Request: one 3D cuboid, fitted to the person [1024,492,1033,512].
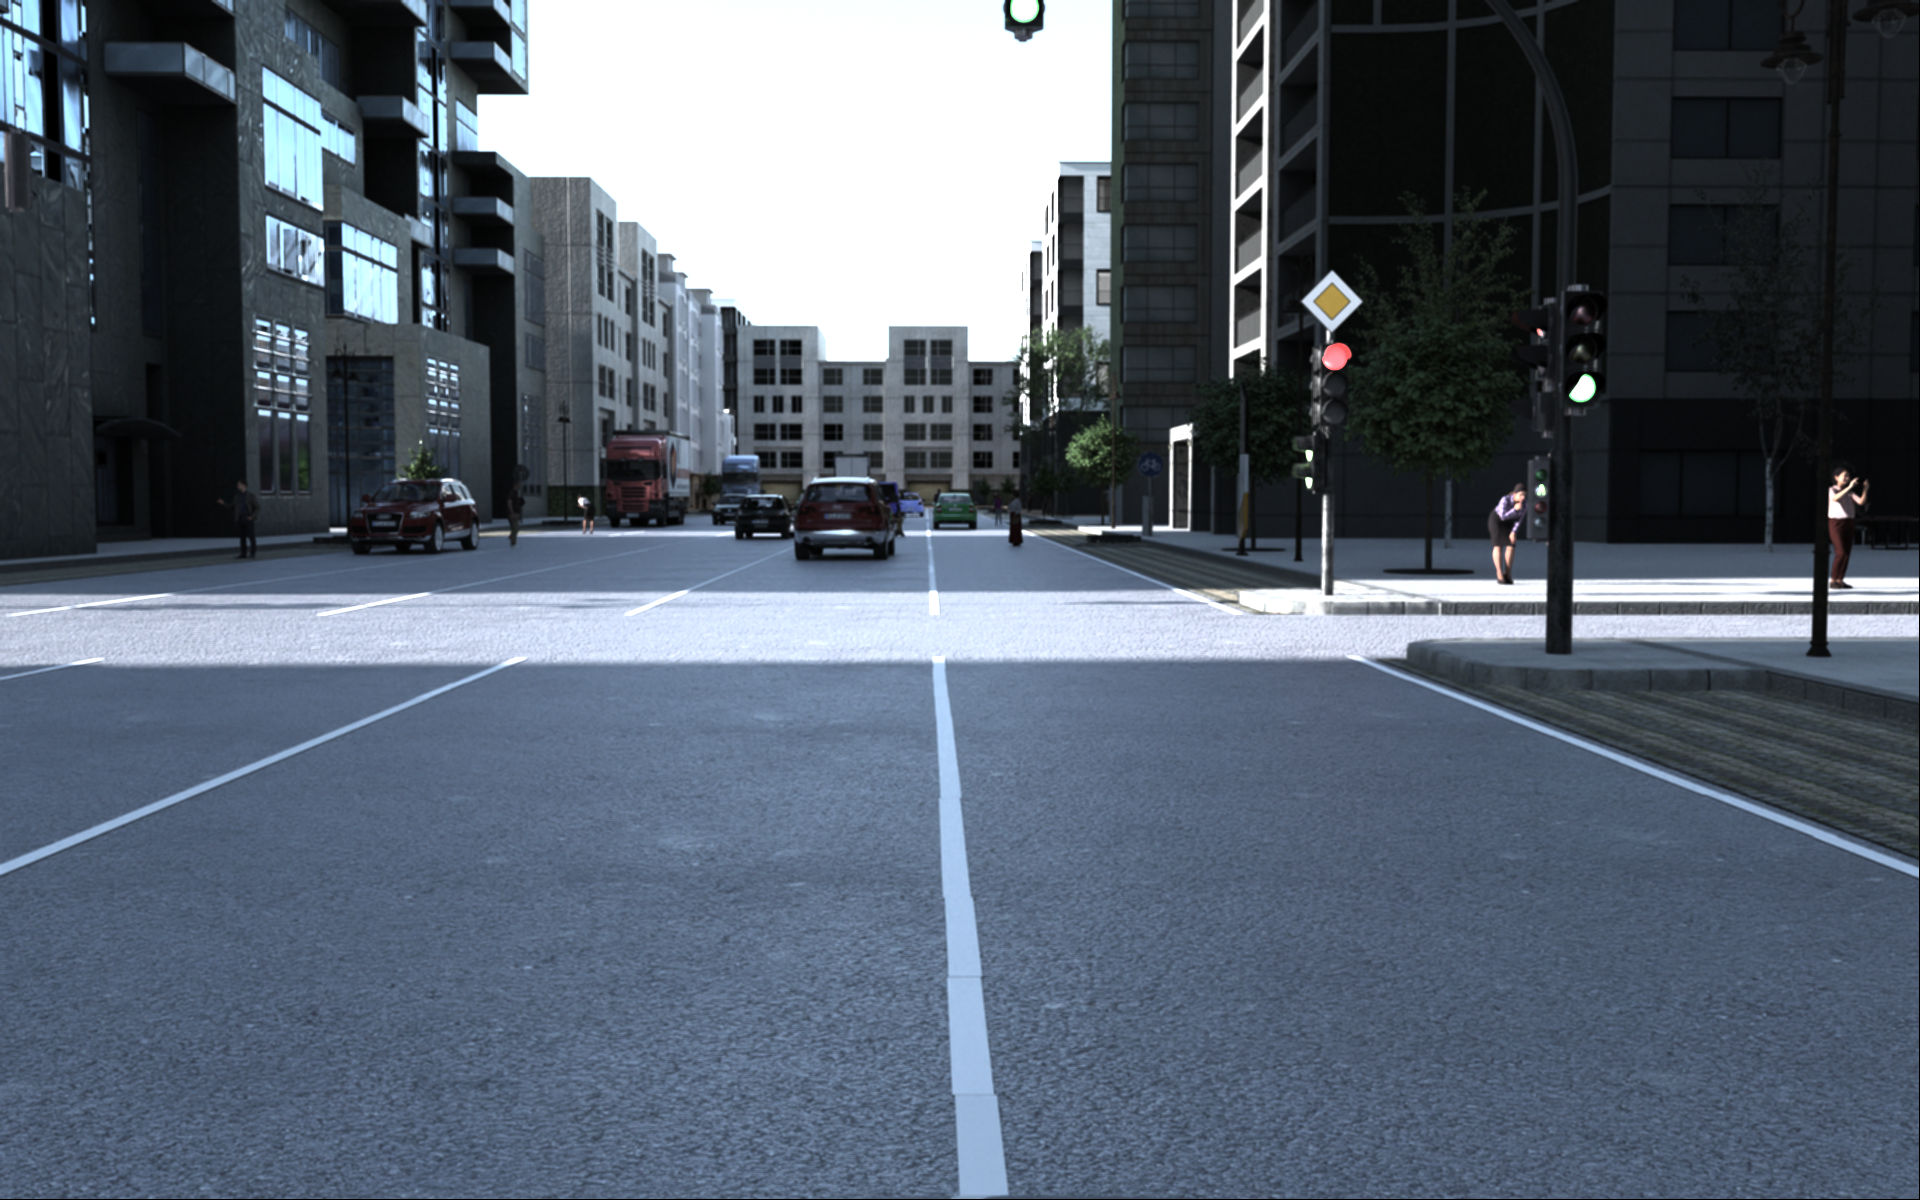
[{"bbox_3d":[4.965,-7.027,124.193,0.557,1.426,1.065,-2,4,-32],"label":"person"}]

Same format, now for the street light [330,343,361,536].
[{"bbox_3d":[-18.761,-4.906,53.005,0.468,5.910,1.993,0,4,-1],"label":"street light"}]

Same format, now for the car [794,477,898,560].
[{"bbox_3d":[-2.573,-1.879,39.398,2.281,1.827,5.304,0,4,1],"label":"car"}]

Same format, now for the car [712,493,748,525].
[{"bbox_3d":[-10.686,-4.415,81.968,2.009,1.686,4.222,0,4,-1],"label":"car"}]

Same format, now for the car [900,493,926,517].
[{"bbox_3d":[-3.169,-6.169,110.446,1.945,1.707,3.694,0,4,-1],"label":"car"}]

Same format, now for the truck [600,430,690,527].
[{"bbox_3d":[-14.074,-5.467,78.292,2.839,4.237,11.283,0,4,-2],"label":"truck"}]

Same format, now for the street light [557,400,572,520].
[{"bbox_3d":[-19.386,-6.863,84.990,0.468,5.910,1.993,0,4,-1],"label":"street light"}]

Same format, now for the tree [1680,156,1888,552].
[{"bbox_3d":[17.771,-5.344,37.729,4.360,8.622,3.978,0,3,0],"label":"tree"}]

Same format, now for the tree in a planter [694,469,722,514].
[{"bbox_3d":[-17.804,-7.708,123.248,1.991,3.239,1.994,0,4,-1],"label":"tree in a planter"}]

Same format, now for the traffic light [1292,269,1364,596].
[{"bbox_3d":[4.636,-2.014,21.844,0.839,4.253,0.868,0,4,-1],"label":"traffic light"}]

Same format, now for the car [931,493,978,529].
[{"bbox_3d":[-0.228,-3.871,72.090,1.959,1.807,4.718,0,4,-1],"label":"car"}]

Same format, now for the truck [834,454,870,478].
[{"bbox_3d":[-7.803,-8.379,125.909,2.839,4.237,11.283,0,4,-3],"label":"truck"}]

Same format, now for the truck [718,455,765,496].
[{"bbox_3d":[-15.248,-8.330,125.950,2.967,4.110,18.799,0,4,-2],"label":"truck"}]

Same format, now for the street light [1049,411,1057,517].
[{"bbox_3d":[5.172,-7.577,96.665,0.468,5.910,1.993,0,4,-1],"label":"street light"}]

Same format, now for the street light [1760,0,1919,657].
[{"bbox_3d":[6.800,-2.492,13.536,0.468,5.910,1.993,0,4,-1],"label":"street light"}]

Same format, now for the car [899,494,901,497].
[{"bbox_3d":[-4.142,-7.503,132.904,2.015,1.641,3.980,0,4,-3],"label":"car"}]

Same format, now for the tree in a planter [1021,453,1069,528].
[{"bbox_3d":[3.624,-4.716,74.324,1.991,3.239,1.994,0,4,-1],"label":"tree in a planter"}]

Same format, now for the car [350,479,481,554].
[{"bbox_3d":[-13.447,-2.097,42.961,2.281,1.827,5.304,0,4,0],"label":"car"}]

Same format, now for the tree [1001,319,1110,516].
[{"bbox_3d":[6.235,-10.773,101.892,9.928,11.665,9.643,0,3,0],"label":"tree"}]

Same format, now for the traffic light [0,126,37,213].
[{"bbox_3d":[-13.971,-2.864,21.494,4.771,5.953,1.251,0,4,-1],"label":"traffic light"}]

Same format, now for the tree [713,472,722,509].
[{"bbox_3d":[-20.497,-9.404,148.356,1.663,3.219,1.824,0,3,0],"label":"tree"}]

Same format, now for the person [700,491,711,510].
[{"bbox_3d":[-21.036,-8.362,142.864,0.705,1.812,1.348,2,4,33],"label":"person"}]

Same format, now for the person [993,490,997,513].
[{"bbox_3d":[2.703,-7.423,130.667,0.445,1.727,0.742,0,4,1],"label":"person"}]

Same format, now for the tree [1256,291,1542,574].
[{"bbox_3d":[7.738,-2.718,28.154,4.285,4.588,4.351,0,3,0],"label":"tree"}]

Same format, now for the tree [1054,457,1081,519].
[{"bbox_3d":[5.426,-5.881,90.758,1.663,3.219,1.824,0,3,0],"label":"tree"}]

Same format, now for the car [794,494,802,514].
[{"bbox_3d":[-7.578,-4.947,89.672,1.959,1.807,4.718,0,4,-1],"label":"car"}]

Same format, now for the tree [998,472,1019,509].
[{"bbox_3d":[4.198,-9.719,153.511,1.663,3.219,1.824,0,3,0],"label":"tree"}]

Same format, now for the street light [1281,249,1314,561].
[{"bbox_3d":[6.469,-3.678,32.930,0.468,5.910,1.993,0,4,-1],"label":"street light"}]

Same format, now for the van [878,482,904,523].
[{"bbox_3d":[-3.995,-5.134,88.327,2.240,2.365,5.245,0,4,-1],"label":"van"}]

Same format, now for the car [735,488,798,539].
[{"bbox_3d":[-6.292,-2.852,56.421,2.009,1.686,4.222,0,4,0],"label":"car"}]

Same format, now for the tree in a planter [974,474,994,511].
[{"bbox_3d":[2.102,-9.389,150.730,1.991,3.239,1.994,0,4,-1],"label":"tree in a planter"}]

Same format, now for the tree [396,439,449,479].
[{"bbox_3d":[-18.995,-4.074,61.213,1.663,3.219,1.824,0,3,0],"label":"tree"}]

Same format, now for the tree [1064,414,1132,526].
[{"bbox_3d":[5.912,-5.310,70.526,4.285,4.588,4.351,0,3,0],"label":"tree"}]

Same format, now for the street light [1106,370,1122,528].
[{"bbox_3d":[5.726,-5.606,64.446,0.468,5.910,1.993,0,4,-1],"label":"street light"}]

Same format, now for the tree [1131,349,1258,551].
[{"bbox_3d":[6.759,-3.403,39.345,4.285,4.588,4.351,0,3,0],"label":"tree"}]

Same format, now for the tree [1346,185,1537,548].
[{"bbox_3d":[11.317,-5.531,40.799,4.737,8.622,4.395,0,3,0],"label":"tree"}]

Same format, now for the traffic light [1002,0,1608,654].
[{"bbox_3d":[2.706,-2.386,13.678,4.771,5.953,1.251,0,4,-1],"label":"traffic light"}]
